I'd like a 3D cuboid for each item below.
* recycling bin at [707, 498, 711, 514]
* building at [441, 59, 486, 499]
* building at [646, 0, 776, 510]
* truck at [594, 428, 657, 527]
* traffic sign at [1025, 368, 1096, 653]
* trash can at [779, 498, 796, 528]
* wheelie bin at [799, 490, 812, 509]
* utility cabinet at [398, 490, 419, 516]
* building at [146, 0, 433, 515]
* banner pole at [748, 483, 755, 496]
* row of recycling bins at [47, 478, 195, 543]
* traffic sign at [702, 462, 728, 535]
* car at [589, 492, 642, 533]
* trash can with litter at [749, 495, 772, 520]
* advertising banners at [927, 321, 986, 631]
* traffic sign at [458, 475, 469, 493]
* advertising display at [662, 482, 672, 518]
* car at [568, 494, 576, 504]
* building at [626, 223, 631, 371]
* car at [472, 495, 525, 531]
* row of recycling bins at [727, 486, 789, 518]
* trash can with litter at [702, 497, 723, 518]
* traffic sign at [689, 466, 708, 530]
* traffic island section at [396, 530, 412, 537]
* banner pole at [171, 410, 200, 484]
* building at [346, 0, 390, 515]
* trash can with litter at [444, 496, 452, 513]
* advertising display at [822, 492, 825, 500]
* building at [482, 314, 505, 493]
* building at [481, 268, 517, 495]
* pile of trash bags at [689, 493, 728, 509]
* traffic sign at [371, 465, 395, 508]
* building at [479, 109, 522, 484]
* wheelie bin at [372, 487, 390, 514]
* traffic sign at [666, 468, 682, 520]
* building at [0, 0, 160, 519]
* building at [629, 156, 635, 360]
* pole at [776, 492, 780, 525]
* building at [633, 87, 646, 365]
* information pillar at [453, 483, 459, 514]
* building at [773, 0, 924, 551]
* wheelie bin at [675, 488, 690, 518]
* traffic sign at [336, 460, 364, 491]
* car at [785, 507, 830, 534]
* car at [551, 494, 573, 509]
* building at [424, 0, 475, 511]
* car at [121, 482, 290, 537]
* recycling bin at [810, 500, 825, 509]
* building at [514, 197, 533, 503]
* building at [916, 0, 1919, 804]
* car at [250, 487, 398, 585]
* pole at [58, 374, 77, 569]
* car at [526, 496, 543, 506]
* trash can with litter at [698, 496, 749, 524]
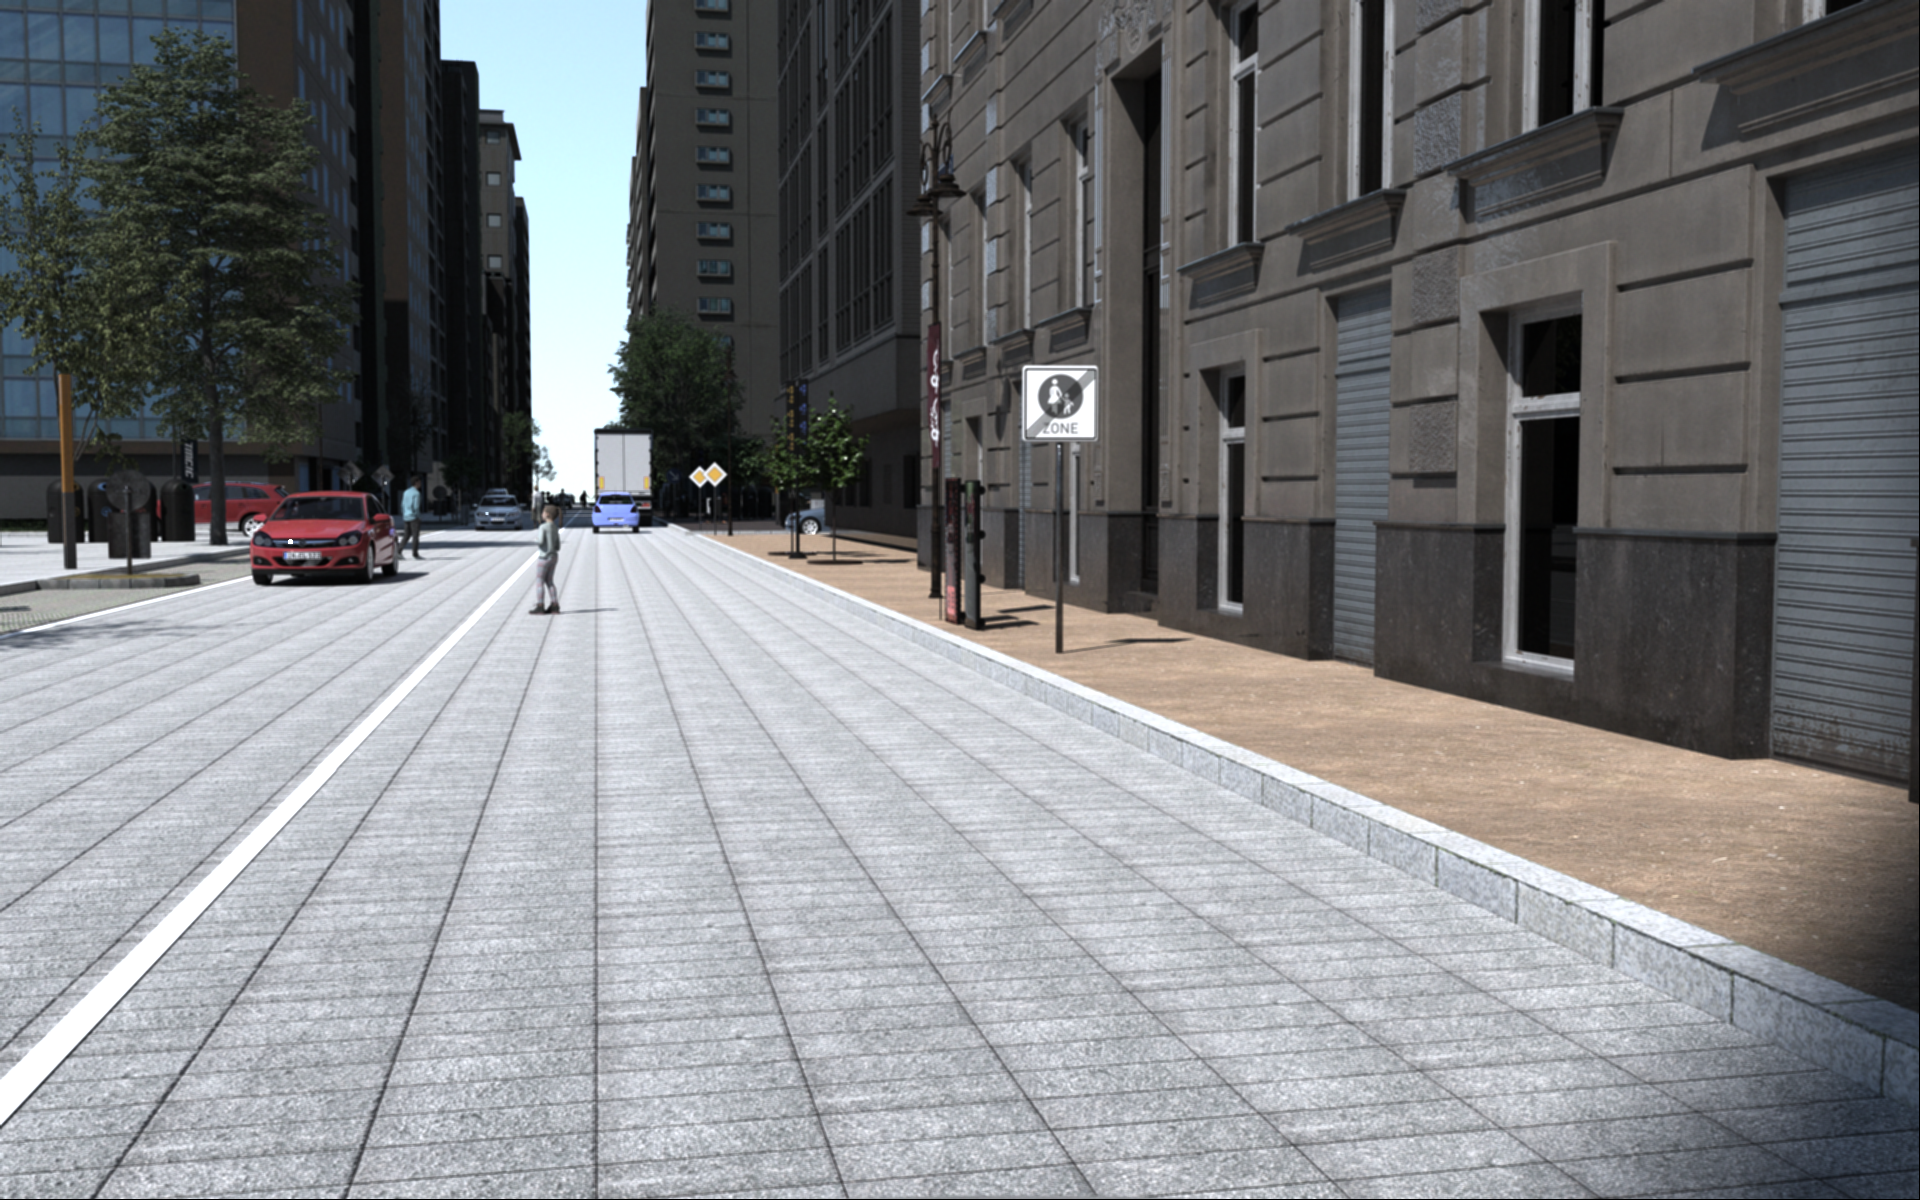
[{"bbox_3d":[-15.621,-5.965,110.084,0.722,1.027,0.722,1,4,20],"label":"recycling bin"},{"bbox_3d":[-51.148,-28.989,157.572,14.154,41.232,14.086,-1,4,-12],"label":"building"},{"bbox_3d":[-16.083,-32.253,151.037,21.300,48.544,21.600,-1,4,-12],"label":"building"},{"bbox_3d":[-15.306,-5.532,79.362,2.839,4.237,11.283,-1,4,-10],"label":"truck"},{"bbox_3d":[0.799,-0.719,13.891,0.606,2.300,0.079,0,4,-2],"label":"traffic sign"},{"bbox_3d":[-6.543,-3.322,65.966,0.748,1.137,0.748,0,3,0],"label":"trash can"},{"bbox_3d":[-10.979,-7.010,122.525,0.980,1.594,0.693,-3,5,-40],"label":"wheelie bin"},{"bbox_3d":[-32.549,-5.721,102.210,1.173,1.500,0.318,-1,4,-22],"label":"utility cabinet"},{"bbox_3d":[-41.620,-28.115,109.793,14.600,45.320,14.200,-1,4,-12],"label":"building"},{"bbox_3d":[-11.038,-6.202,91.428,0.401,3.779,0.863,2,4,28],"label":"banner pole"},{"bbox_3d":[-22.335,-2.387,46.142,3.534,1.692,1.069,-2,4,-32],"label":"row of recycling bins"},{"bbox_3d":[-7.595,-3.061,53.685,0.795,2.450,0.064,-1,4,-12],"label":"traffic sign"},{"bbox_3d":[-12.802,-3.352,64.397,1.945,1.707,3.694,-1,4,-12],"label":"car"},{"bbox_3d":[-10.428,-4.681,87.592,1.678,1.210,2.233,-3,5,-43],"label":"trash can with litter"},{"bbox_3d":[-0.064,-1.278,17.087,0.090,3.025,2.074,-1,4,-14],"label":"advertising banners"},{"bbox_3d":[-33.804,-7.210,117.988,0.768,2.556,0.104,-1,4,-10],"label":"traffic sign"},{"bbox_3d":[-15.586,-5.320,92.198,0.123,1.923,0.974,-2,4,-35],"label":"advertising display"},{"bbox_3d":[-55.464,-14.388,245.463,2.015,1.641,3.980,-1,4,-12],"label":"car"},{"bbox_3d":[-42.101,-40.290,278.349,23.786,49.044,30.456,-1,4,-12],"label":"building"},{"bbox_3d":[-18.394,-3.495,69.150,2.014,1.417,4.499,-1,4,-13],"label":"car"},{"bbox_3d":[-11.011,-5.342,94.456,3.534,1.692,1.069,1,4,12],"label":"row of recycling bins"},{"bbox_3d":[-13.088,-4.892,91.370,0.624,1.170,1.055,3,4,37],"label":"trash can with litter"},{"bbox_3d":[-9.234,-3.539,61.501,0.795,2.450,0.064,-1,4,-12],"label":"traffic sign"},{"bbox_3d":[-19.776,-2.269,59.382,2.009,0.180,2.903,-1,4,-12],"label":"traffic island section"},{"bbox_3d":[-22.635,-3.699,50.490,0.863,3.779,0.401,-2,4,-29],"label":"banner pole"},{"bbox_3d":[-37.561,-19.376,88.503,14.160,30.474,14.107,-1,4,-12],"label":"building"},{"bbox_3d":[-34.902,-6.537,118.260,0.624,1.170,1.055,0,4,-7],"label":"trash can with litter"},{"bbox_3d":[-7.519,-5.775,99.633,0.974,1.923,0.123,-3,4,-38],"label":"advertising display"},{"bbox_3d":[-61.895,-20.370,178.093,27.650,21.520,28.899,-1,4,-12],"label":"building"},{"bbox_3d":[-64.220,-27.465,220.748,14.160,30.474,14.107,-1,4,-12],"label":"building"},{"bbox_3d":[-18.677,-7.350,129.928,1.912,1.369,3.447,3,5,39],"label":"pile of trash bags"},{"bbox_3d":[-19.755,-3.406,59.325,0.795,2.450,0.064,-1,4,-12],"label":"traffic sign"},{"bbox_3d":[-75.394,-39.737,238.946,28.713,52.752,27.495,-1,4,-12],"label":"building"},{"bbox_3d":[-26.667,-4.390,79.689,0.693,1.594,0.980,-3,4,-37],"label":"wheelie bin"},{"bbox_3d":[-13.890,-5.143,84.191,0.768,2.556,0.104,-1,4,-10],"label":"traffic sign"},{"bbox_3d":[-31.874,-25.476,66.646,14.600,45.320,14.200,-1,4,-12],"label":"building"},{"bbox_3d":[-34.218,-37.580,238.140,21.300,48.544,21.600,-1,4,-12],"label":"building"},{"bbox_3d":[-7.593,-4.783,72.051,0.158,3.312,0.155,0,3,0],"label":"pole"},{"bbox_3d":[-26.115,-35.238,199.845,21.300,48.544,21.600,-1,4,-12],"label":"building"},{"bbox_3d":[-32.131,-6.477,110.385,0.304,2.012,0.304,-2,4,-26],"label":"information pillar"},{"bbox_3d":[3.607,-15.216,42.294,14.314,27.812,24.014,-1,4,-12],"label":"building"},{"bbox_3d":[-15.011,-5.249,93.727,0.693,1.594,0.980,-2,4,-34],"label":"wheelie bin"},{"bbox_3d":[-18.116,-2.928,51.509,0.795,2.450,0.064,-1,4,-12],"label":"traffic sign"},{"bbox_3d":[-3.751,-2.904,59.477,4.499,1.417,2.014,-1,4,-11],"label":"car"},{"bbox_3d":[-38.773,-9.601,168.775,2.131,1.459,4.920,-1,4,-11],"label":"car"},{"bbox_3d":[-50.393,-42.867,139.125,20.563,71.187,20.611,-1,4,-12],"label":"building"},{"bbox_3d":[-23.615,-2.811,54.628,5.304,1.827,2.281,-1,4,-10],"label":"car"},{"bbox_3d":[-6.496,-4.117,79.866,0.722,1.027,0.722,-1,4,-15],"label":"recycling bin"},{"bbox_3d":[-76.927,-39.195,264.533,21.300,48.544,21.600,-1,4,-12],"label":"building"},{"bbox_3d":[7.271,-13.502,18.029,12.463,27.353,25.104,-1,4,-12],"label":"building"},{"bbox_3d":[-10.540,-1.213,28.878,2.155,1.783,4.494,-1,4,-10],"label":"car"},{"bbox_3d":[-15.225,-2.184,29.545,0.158,3.312,0.155,0,3,0],"label":"pole"},{"bbox_3d":[-48.790,-11.422,198.754,2.014,1.417,4.499,-1,4,-10],"label":"car"},{"bbox_3d":[-10.689,-3.972,75.999,1.678,1.210,2.233,-3,4,-38],"label":"trash can with litter"}]
